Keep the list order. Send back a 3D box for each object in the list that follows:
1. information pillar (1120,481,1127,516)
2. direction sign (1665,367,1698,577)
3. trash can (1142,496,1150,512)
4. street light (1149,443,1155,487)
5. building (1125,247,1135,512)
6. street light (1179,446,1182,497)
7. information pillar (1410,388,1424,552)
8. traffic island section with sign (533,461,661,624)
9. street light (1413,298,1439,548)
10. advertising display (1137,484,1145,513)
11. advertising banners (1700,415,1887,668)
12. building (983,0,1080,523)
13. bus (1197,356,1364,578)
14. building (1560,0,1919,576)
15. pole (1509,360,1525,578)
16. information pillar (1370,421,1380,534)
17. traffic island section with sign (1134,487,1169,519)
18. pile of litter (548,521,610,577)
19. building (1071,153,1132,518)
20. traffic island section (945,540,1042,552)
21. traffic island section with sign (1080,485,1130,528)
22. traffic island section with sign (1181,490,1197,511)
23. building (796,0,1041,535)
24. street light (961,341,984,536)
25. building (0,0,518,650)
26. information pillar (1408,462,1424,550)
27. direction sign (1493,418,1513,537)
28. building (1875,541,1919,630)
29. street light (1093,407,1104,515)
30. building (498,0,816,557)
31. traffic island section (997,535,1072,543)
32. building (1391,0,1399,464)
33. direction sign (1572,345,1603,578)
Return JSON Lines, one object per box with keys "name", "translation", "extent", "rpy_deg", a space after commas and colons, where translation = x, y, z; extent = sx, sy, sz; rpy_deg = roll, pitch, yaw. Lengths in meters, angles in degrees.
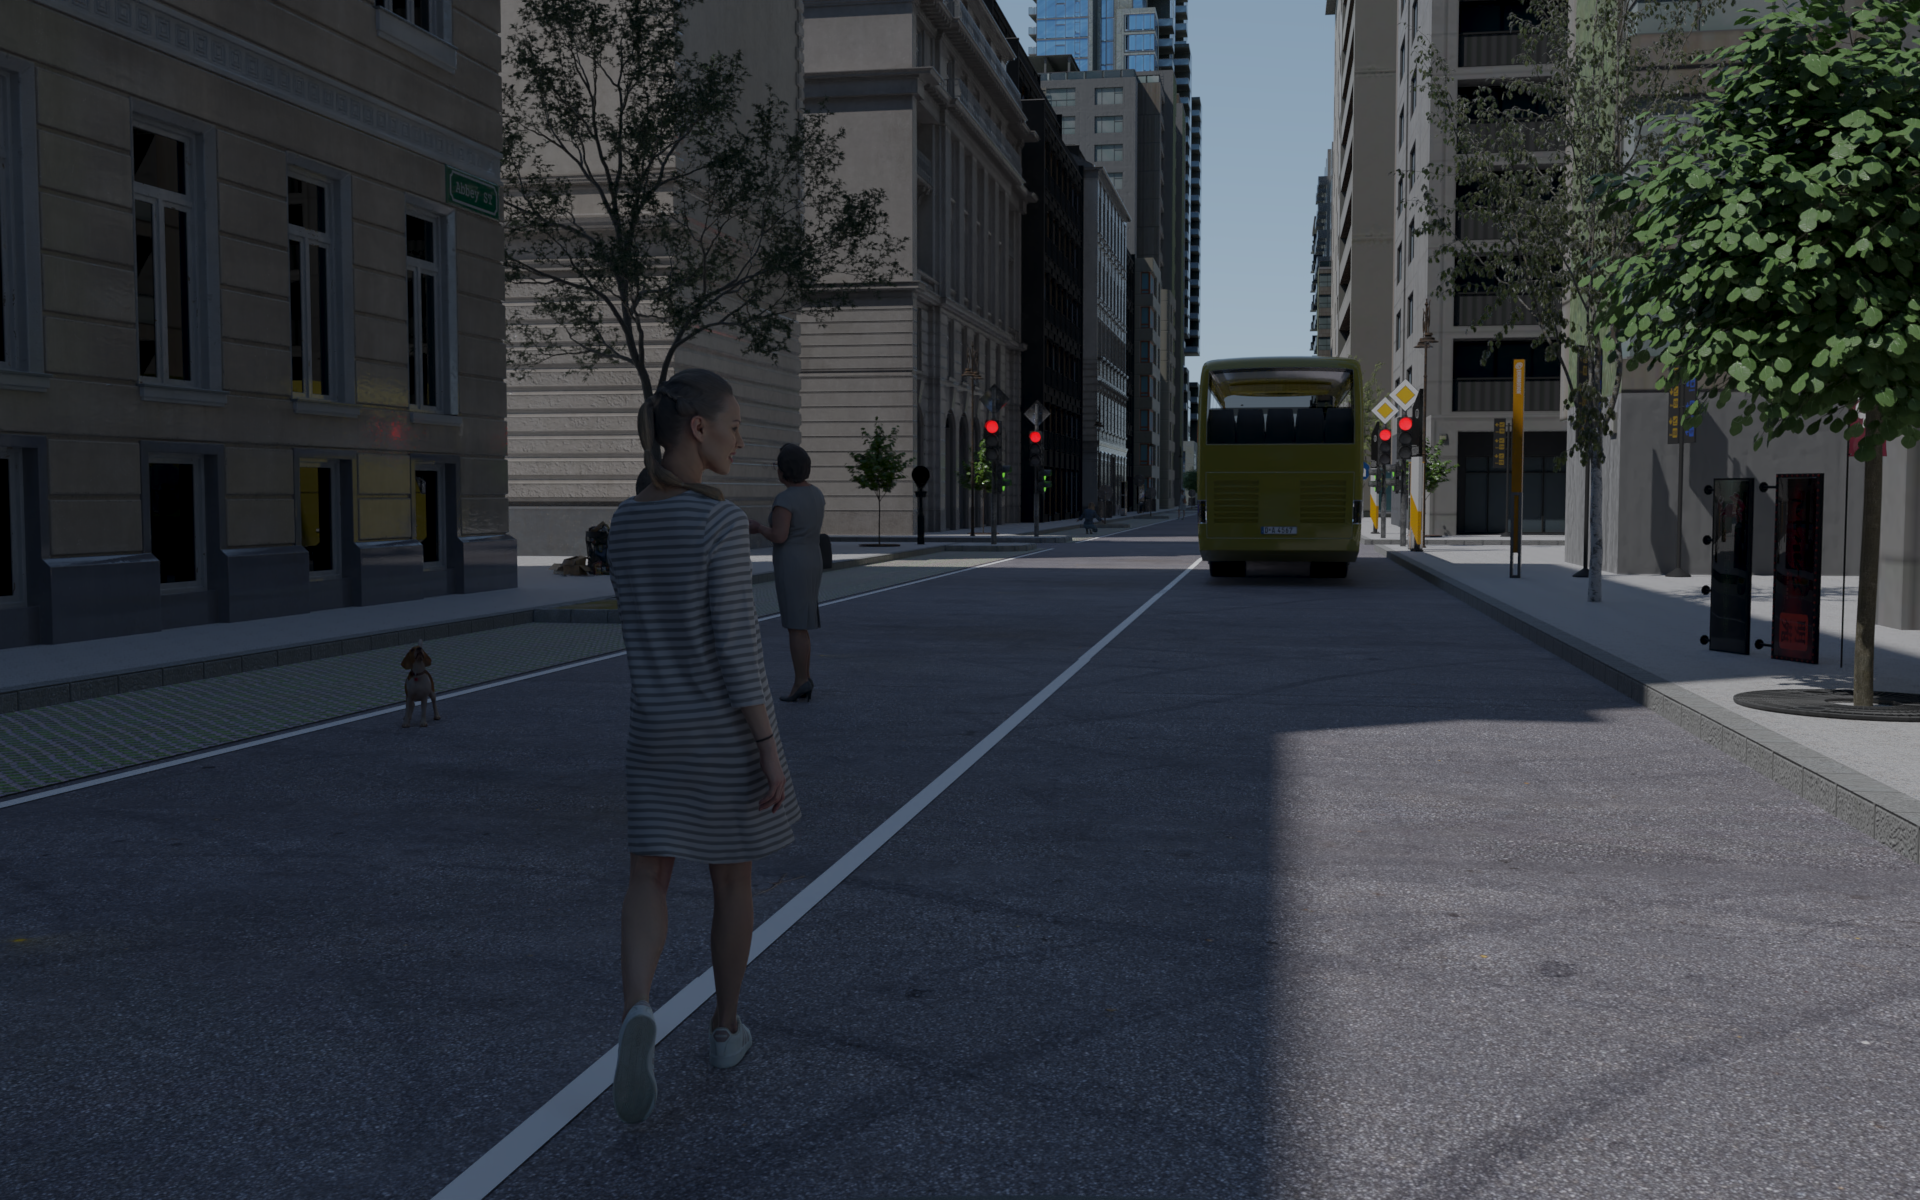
{"name": "information pillar", "translation": [9.555, -5.908, 101.079], "extent": [0.304, 2.012, 0.304], "rpy_deg": [2, 4, 24]}
{"name": "direction sign", "translation": [11.131, -2.125, 26.735], "extent": [0.379, 3.537, 0.876], "rpy_deg": [0, 4, -3]}
{"name": "trash can", "translation": [13.166, -6.782, 122.543], "extent": [0.748, 1.137, 0.748], "rpy_deg": [0, 3, 0]}
{"name": "street light", "translation": [14.191, -9.518, 128.401], "extent": [0.468, 5.910, 1.993], "rpy_deg": [1, 4, 10]}
{"name": "building", "translation": [5.175, -17.684, 118.813], "extent": [12.332, 23.373, 15.834], "rpy_deg": [1, 4, 10]}
{"name": "street light", "translation": [21.150, -11.830, 166.205], "extent": [0.468, 5.910, 1.993], "rpy_deg": [1, 4, 10]}
{"name": "information pillar", "translation": [10.187, -2.890, 38.612], "extent": [0.183, 3.616, 0.504], "rpy_deg": [0, 4, -5]}
{"name": "traffic island section with sign", "translation": [-3.590, -0.692, 19.947], "extent": [1.989, 1.847, 2.006], "rpy_deg": [1, 4, 10]}
{"name": "street light", "translation": [11.026, -4.178, 41.102], "extent": [0.468, 5.910, 1.993], "rpy_deg": [1, 4, 10]}
{"name": "advertising display", "translation": [12.018, -6.728, 115.218], "extent": [0.123, 1.923, 0.974], "rpy_deg": [2, 4, 32]}
{"name": "advertising banners", "translation": [6.385, -1.041, 13.201], "extent": [0.090, 3.025, 2.074], "rpy_deg": [-1, 4, -13]}
{"name": "building", "translation": [-0.936, -15.623, 85.118], "extent": [12.332, 23.373, 15.834], "rpy_deg": [1, 4, 10]}
{"name": "bus", "translation": [6.010, -2.513, 32.629], "extent": [2.896, 3.916, 12.252], "rpy_deg": [1, 4, 10]}
{"name": "building", "translation": [18.633, -21.302, 31.887], "extent": [14.154, 41.232, 14.086], "rpy_deg": [1, 4, 10]}
{"name": "pole", "translation": [8.495, -1.991, 26.393], "extent": [0.158, 3.312, 0.155], "rpy_deg": [0, 3, 0]}
{"name": "information pillar", "translation": [13.382, -3.944, 55.847], "extent": [0.183, 3.616, 0.504], "rpy_deg": [-1, 4, -10]}
{"name": "traffic island section with sign", "translation": [11.127, -5.619, 100.500], "extent": [1.989, 1.847, 2.006], "rpy_deg": [1, 4, 10]}
{"name": "pile of litter", "translation": [-6.023, -0.839, 27.679], "extent": [1.176, 0.858, 1.719], "rpy_deg": [1, 4, 10]}
{"name": "building", "translation": [4.374, -15.436, 101.523], "extent": [9.793, 20.994, 18.267], "rpy_deg": [1, 4, 10]}
{"name": "traffic island section", "translation": [0.843, -1.344, 44.247], "extent": [2.009, 0.180, 2.903], "rpy_deg": [1, 4, 10]}
{"name": "traffic island section with sign", "translation": [6.182, -3.962, 73.407], "extent": [1.989, 1.847, 2.006], "rpy_deg": [1, 4, 10]}
{"name": "traffic island section with sign", "translation": [20.082, -8.614, 149.458], "extent": [1.989, 1.847, 2.006], "rpy_deg": [1, 4, 10]}
{"name": "building", "translation": [-5.154, -13.694, 65.695], "extent": [13.314, 21.916, 24.055], "rpy_deg": [1, 4, 10]}
{"name": "street light", "translation": [0.383, -4.879, 52.562], "extent": [0.468, 5.910, 1.993], "rpy_deg": [1, 4, 10]}
{"name": "building", "translation": [-13.925, -13.978, 14.442], "extent": [13.634, 28.700, 20.117], "rpy_deg": [1, 4, 10]}
{"name": "information pillar", "translation": [10.464, -2.157, 39.754], "extent": [0.304, 2.012, 0.304], "rpy_deg": [0, 4, 5]}
{"name": "direction sign", "translation": [16.384, -3.658, 51.802], "extent": [0.876, 3.537, 0.379], "rpy_deg": [0, 4, 0]}
{"name": "building", "translation": [17.199, -34.541, 2.993], "extent": [20.563, 71.187, 20.611], "rpy_deg": [1, 4, 10]}
{"name": "street light", "translation": [7.233, -7.191, 90.363], "extent": [0.468, 5.910, 1.993], "rpy_deg": [1, 4, 10]}
{"name": "building", "translation": [-13.962, -12.965, 40.852], "extent": [19.941, 23.489, 11.050], "rpy_deg": [1, 4, 10]}
{"name": "traffic island section", "translation": [2.280, -1.824, 52.103], "extent": [2.009, 0.180, 2.903], "rpy_deg": [1, 4, 10]}
{"name": "building", "translation": [26.860, -26.078, 76.494], "extent": [14.600, 45.320, 14.200], "rpy_deg": [1, 4, 10]}
{"name": "direction sign", "translation": [9.662, -2.120, 26.656], "extent": [0.379, 3.537, 0.876], "rpy_deg": [3, 5, 43]}
